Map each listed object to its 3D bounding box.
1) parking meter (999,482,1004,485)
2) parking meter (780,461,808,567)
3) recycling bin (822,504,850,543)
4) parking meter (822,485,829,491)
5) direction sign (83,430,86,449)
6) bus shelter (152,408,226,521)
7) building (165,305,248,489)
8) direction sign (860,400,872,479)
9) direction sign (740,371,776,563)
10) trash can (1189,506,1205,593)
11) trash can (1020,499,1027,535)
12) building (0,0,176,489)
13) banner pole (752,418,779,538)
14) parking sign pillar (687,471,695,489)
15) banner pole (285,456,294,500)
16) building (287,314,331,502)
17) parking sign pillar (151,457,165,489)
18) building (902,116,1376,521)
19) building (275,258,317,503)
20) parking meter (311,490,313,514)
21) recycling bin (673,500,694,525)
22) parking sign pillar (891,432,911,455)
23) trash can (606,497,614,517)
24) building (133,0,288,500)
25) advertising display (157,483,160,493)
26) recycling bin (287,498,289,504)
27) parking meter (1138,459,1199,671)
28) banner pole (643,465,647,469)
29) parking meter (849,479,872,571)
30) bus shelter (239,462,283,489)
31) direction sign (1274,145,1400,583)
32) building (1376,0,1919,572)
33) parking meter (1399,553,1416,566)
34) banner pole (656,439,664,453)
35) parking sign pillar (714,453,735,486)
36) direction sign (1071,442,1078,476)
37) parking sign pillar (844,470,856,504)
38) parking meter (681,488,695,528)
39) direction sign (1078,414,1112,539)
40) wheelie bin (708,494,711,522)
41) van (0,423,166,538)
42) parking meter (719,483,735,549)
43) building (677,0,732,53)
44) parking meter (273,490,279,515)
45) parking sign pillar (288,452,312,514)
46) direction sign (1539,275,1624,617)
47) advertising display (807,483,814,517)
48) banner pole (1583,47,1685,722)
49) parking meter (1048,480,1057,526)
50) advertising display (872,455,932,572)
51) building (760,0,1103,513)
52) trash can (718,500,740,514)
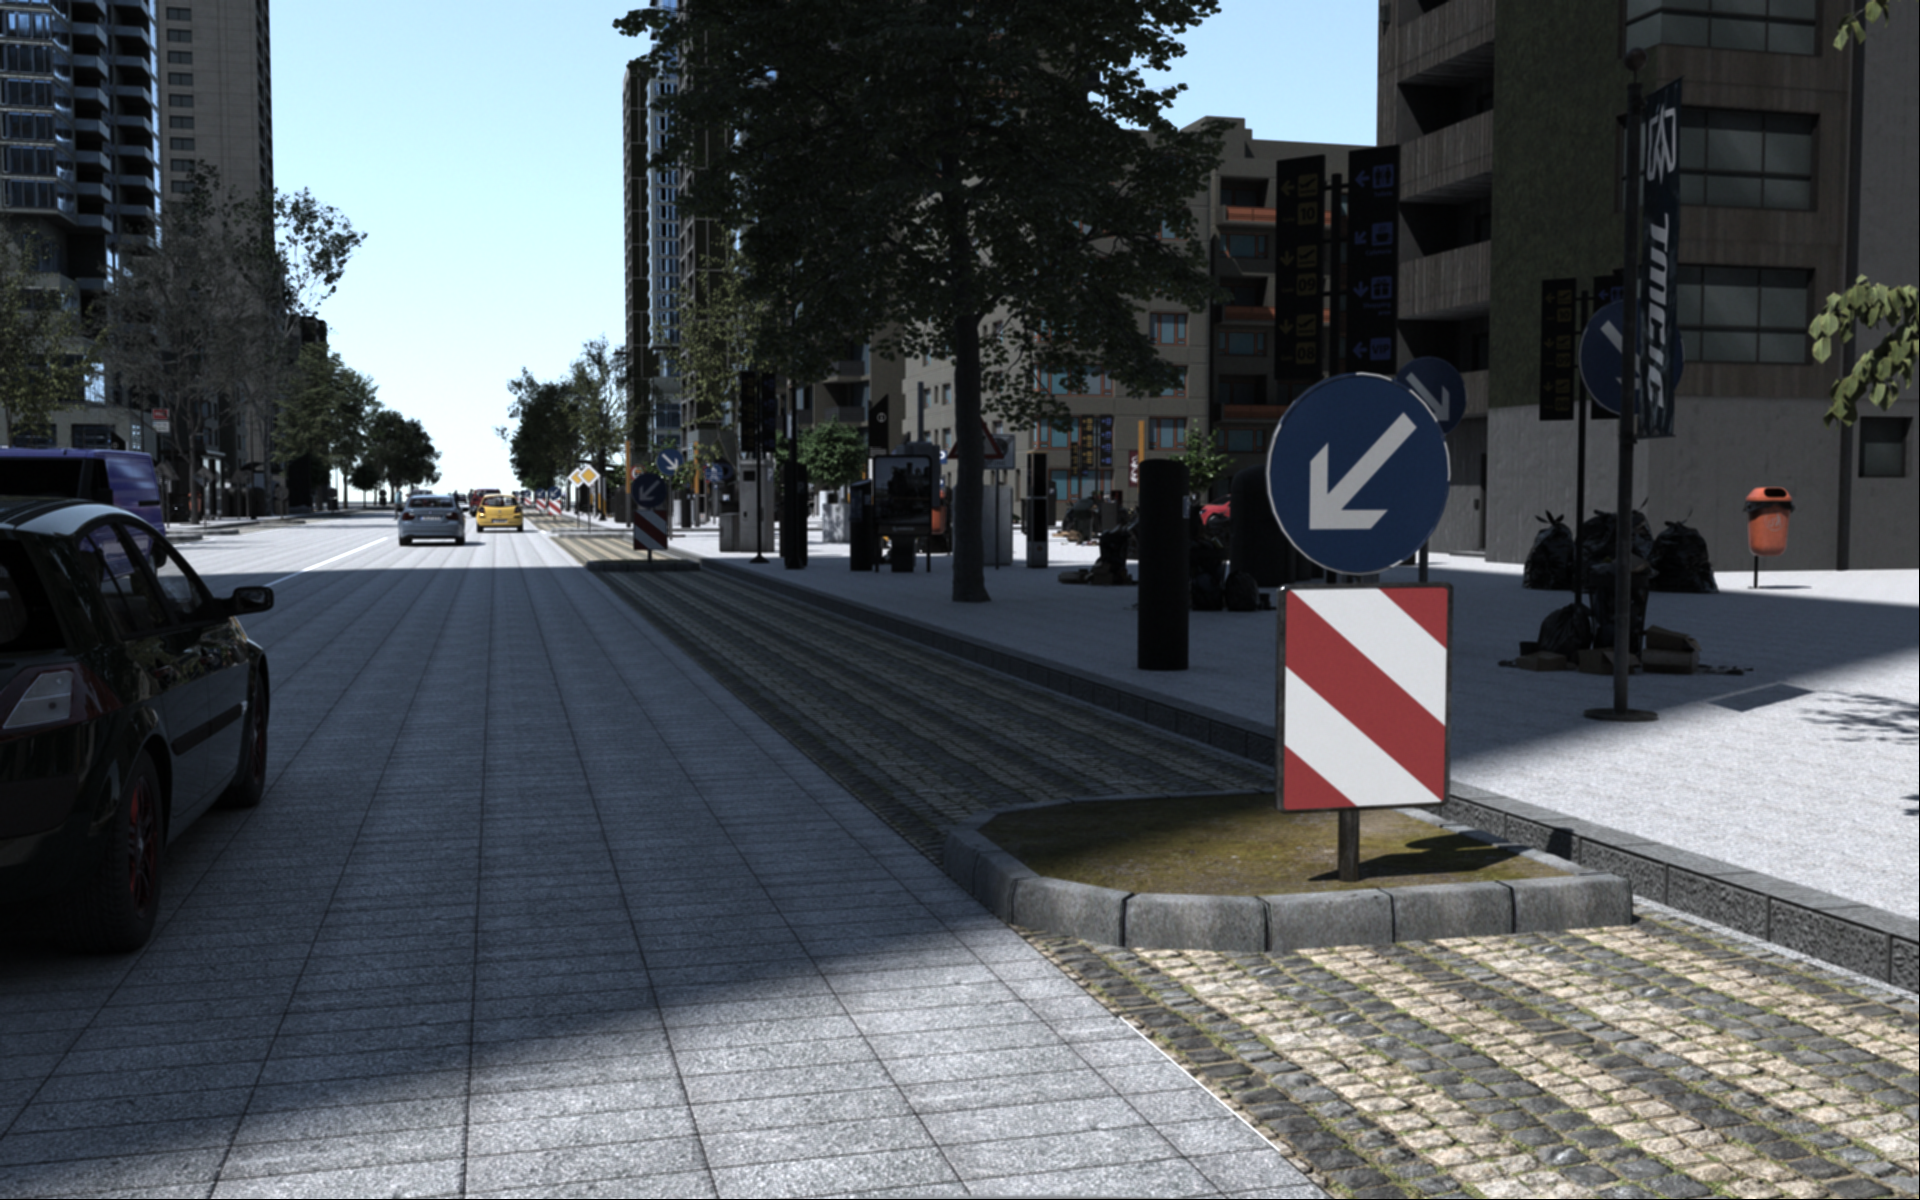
[{"bbox_3d":[1.770,-4.288,75.815,0.399,1.863,0.255,0,4,-5],"label":"parking meter"},{"bbox_3d":[-2.906,-1.529,30.704,0.255,1.863,0.399,3,4,38],"label":"parking meter"},{"bbox_3d":[-3.169,-2.047,46.020,0.722,1.027,0.722,2,4,33],"label":"recycling bin"},{"bbox_3d":[-8.075,-6.015,104.049,0.399,1.863,0.255,-3,5,-40],"label":"parking meter"},{"bbox_3d":[-30.972,-4.242,61.357,0.379,3.537,0.876,-2,4,-30],"label":"direction sign"},{"bbox_3d":[-37.239,-6.479,83.558,2.179,5.291,8.768,-1,4,-15],"label":"bus shelter"},{"bbox_3d":[-86.982,-19.901,170.422,27.650,21.520,28.899,-1,4,-15],"label":"building"},{"bbox_3d":[-2.182,-3.068,42.166,0.379,3.537,0.876,0,4,1],"label":"direction sign"},{"bbox_3d":[-3.743,-2.460,32.217,0.379,3.537,0.876,3,4,39],"label":"direction sign"},{"bbox_3d":[2.618,-0.584,21.207,0.748,1.137,0.748,0,3,0],"label":"trash can"},{"bbox_3d":[2.244,-2.635,54.735,0.748,1.137,0.748,0,3,0],"label":"trash can"},{"bbox_3d":[-77.058,-50.585,139.738,22.319,86.520,31.000,-1,4,-15],"label":"building"},{"bbox_3d":[-5.645,-3.671,50.038,0.863,3.779,0.401,-2,4,-33],"label":"banner pole"},{"bbox_3d":[-19.677,-8.515,127.690,1.447,3.967,1.447,1,4,16],"label":"parking sign pillar"},{"bbox_3d":[-44.145,-7.592,114.149,0.863,3.779,0.401,-1,4,-16],"label":"banner pole"},{"bbox_3d":[-108.211,-30.773,274.841,14.160,30.474,14.107,-1,4,-15],"label":"building"},{"bbox_3d":[-57.592,-8.327,124.619,1.447,3.967,1.447,2,4,27],"label":"parking sign pillar"},{"bbox_3d":[13.922,-15.486,98.238,28.899,21.520,27.650,-1,4,-15],"label":"building"},{"bbox_3d":[-112.076,-34.326,253.111,32.217,40.220,23.993,-1,4,-15],"label":"building"},{"bbox_3d":[-42.539,-6.416,113.318,0.372,1.533,0.369,0,3,0],"label":"parking meter"},{"bbox_3d":[-12.118,-3.878,75.967,0.722,1.027,0.722,1,4,11],"label":"recycling bin"},{"bbox_3d":[-2.554,-5.252,74.341,1.447,3.967,1.447,1,4,21],"label":"parking sign pillar"},{"bbox_3d":[-19.393,-5.192,96.547,0.748,1.137,0.748,0,3,0],"label":"trash can"},{"bbox_3d":[-100.552,-48.498,231.195,20.563,71.187,20.611,-1,4,-15],"label":"building"},{"bbox_3d":[-40.099,-4.925,85.744,0.974,1.923,0.123,0,4,-2],"label":"advertising display"},{"bbox_3d":[-43.042,-6.089,112.107,0.722,1.027,0.722,-3,5,-43],"label":"recycling bin"},{"bbox_3d":[1.493,-0.262,12.699,0.372,1.533,0.369,0,3,0],"label":"parking meter"},{"bbox_3d":[-23.911,-8.670,131.766,0.401,3.779,0.863,1,4,13],"label":"banner pole"},{"bbox_3d":[-1.654,-1.259,29.003,0.372,1.533,0.369,0,3,0],"label":"parking meter"},{"bbox_3d":[-45.126,-7.216,111.905,2.014,3.302,5.546,-1,4,-15],"label":"bus shelter"},{"bbox_3d":[2.500,-1.198,11.592,0.876,3.537,0.379,3,4,38],"label":"direction sign"},{"bbox_3d":[16.179,-16.146,35.685,14.160,30.474,14.107,-1,4,-15],"label":"building"},{"bbox_3d":[7.987,-1.558,31.179,0.399,1.863,0.255,3,5,44],"label":"parking meter"},{"bbox_3d":[-13.557,-5.401,78.327,0.401,3.779,0.863,1,4,19],"label":"banner pole"},{"bbox_3d":[-14.866,-7.391,109.307,1.447,3.967,1.447,-3,4,-36],"label":"parking sign pillar"},{"bbox_3d":[5.248,-5.150,76.192,0.876,3.537,0.379,-2,4,-27],"label":"direction sign"},{"bbox_3d":[-5.114,-5.655,80.929,1.447,3.967,1.447,-1,4,-13],"label":"parking sign pillar"},{"bbox_3d":[-10.343,-3.486,65.405,0.372,1.533,0.369,0,3,0],"label":"parking meter"},{"bbox_3d":[3.886,-3.502,49.262,0.876,3.537,0.379,1,4,10],"label":"direction sign"},{"bbox_3d":[-11.813,-4.382,79.558,0.693,1.594,0.980,0,4,-1],"label":"wheelie bin"},{"bbox_3d":[-11.981,-1.125,22.781,2.240,2.365,5.245,-1,4,-14],"label":"van"},{"bbox_3d":[-5.444,-1.963,40.502,0.372,1.533,0.369,0,3,0],"label":"parking meter"},{"bbox_3d":[-22.115,-46.119,192.292,20.563,71.187,20.611,-1,4,-15],"label":"building"},{"bbox_3d":[-42.615,-6.089,107.969,0.372,1.533,0.369,0,3,0],"label":"parking meter"},{"bbox_3d":[-42.228,-7.478,110.735,1.447,3.967,1.447,-1,4,-12],"label":"parking sign pillar"},{"bbox_3d":[6.526,-1.602,18.183,0.876,3.537,0.379,2,4,34],"label":"direction sign"},{"bbox_3d":[-8.465,-5.485,94.890,0.974,1.923,0.123,-1,4,-12],"label":"advertising display"},{"bbox_3d":[3.792,-1.197,9.596,0.401,3.779,0.863,0,4,0],"label":"banner pole"},{"bbox_3d":[3.632,-3.864,68.888,0.399,1.863,0.255,-1,4,-12],"label":"parking meter"},{"bbox_3d":[-0.945,-1.420,28.427,0.974,1.923,0.123,0,3,0],"label":"advertising display"},{"bbox_3d":[-2.610,-28.792,125.368,22.147,44.769,28.867,-1,4,-15],"label":"building"},{"bbox_3d":[-5.103,-1.689,39.266,0.748,1.137,0.748,0,3,0],"label":"trash can"}]
